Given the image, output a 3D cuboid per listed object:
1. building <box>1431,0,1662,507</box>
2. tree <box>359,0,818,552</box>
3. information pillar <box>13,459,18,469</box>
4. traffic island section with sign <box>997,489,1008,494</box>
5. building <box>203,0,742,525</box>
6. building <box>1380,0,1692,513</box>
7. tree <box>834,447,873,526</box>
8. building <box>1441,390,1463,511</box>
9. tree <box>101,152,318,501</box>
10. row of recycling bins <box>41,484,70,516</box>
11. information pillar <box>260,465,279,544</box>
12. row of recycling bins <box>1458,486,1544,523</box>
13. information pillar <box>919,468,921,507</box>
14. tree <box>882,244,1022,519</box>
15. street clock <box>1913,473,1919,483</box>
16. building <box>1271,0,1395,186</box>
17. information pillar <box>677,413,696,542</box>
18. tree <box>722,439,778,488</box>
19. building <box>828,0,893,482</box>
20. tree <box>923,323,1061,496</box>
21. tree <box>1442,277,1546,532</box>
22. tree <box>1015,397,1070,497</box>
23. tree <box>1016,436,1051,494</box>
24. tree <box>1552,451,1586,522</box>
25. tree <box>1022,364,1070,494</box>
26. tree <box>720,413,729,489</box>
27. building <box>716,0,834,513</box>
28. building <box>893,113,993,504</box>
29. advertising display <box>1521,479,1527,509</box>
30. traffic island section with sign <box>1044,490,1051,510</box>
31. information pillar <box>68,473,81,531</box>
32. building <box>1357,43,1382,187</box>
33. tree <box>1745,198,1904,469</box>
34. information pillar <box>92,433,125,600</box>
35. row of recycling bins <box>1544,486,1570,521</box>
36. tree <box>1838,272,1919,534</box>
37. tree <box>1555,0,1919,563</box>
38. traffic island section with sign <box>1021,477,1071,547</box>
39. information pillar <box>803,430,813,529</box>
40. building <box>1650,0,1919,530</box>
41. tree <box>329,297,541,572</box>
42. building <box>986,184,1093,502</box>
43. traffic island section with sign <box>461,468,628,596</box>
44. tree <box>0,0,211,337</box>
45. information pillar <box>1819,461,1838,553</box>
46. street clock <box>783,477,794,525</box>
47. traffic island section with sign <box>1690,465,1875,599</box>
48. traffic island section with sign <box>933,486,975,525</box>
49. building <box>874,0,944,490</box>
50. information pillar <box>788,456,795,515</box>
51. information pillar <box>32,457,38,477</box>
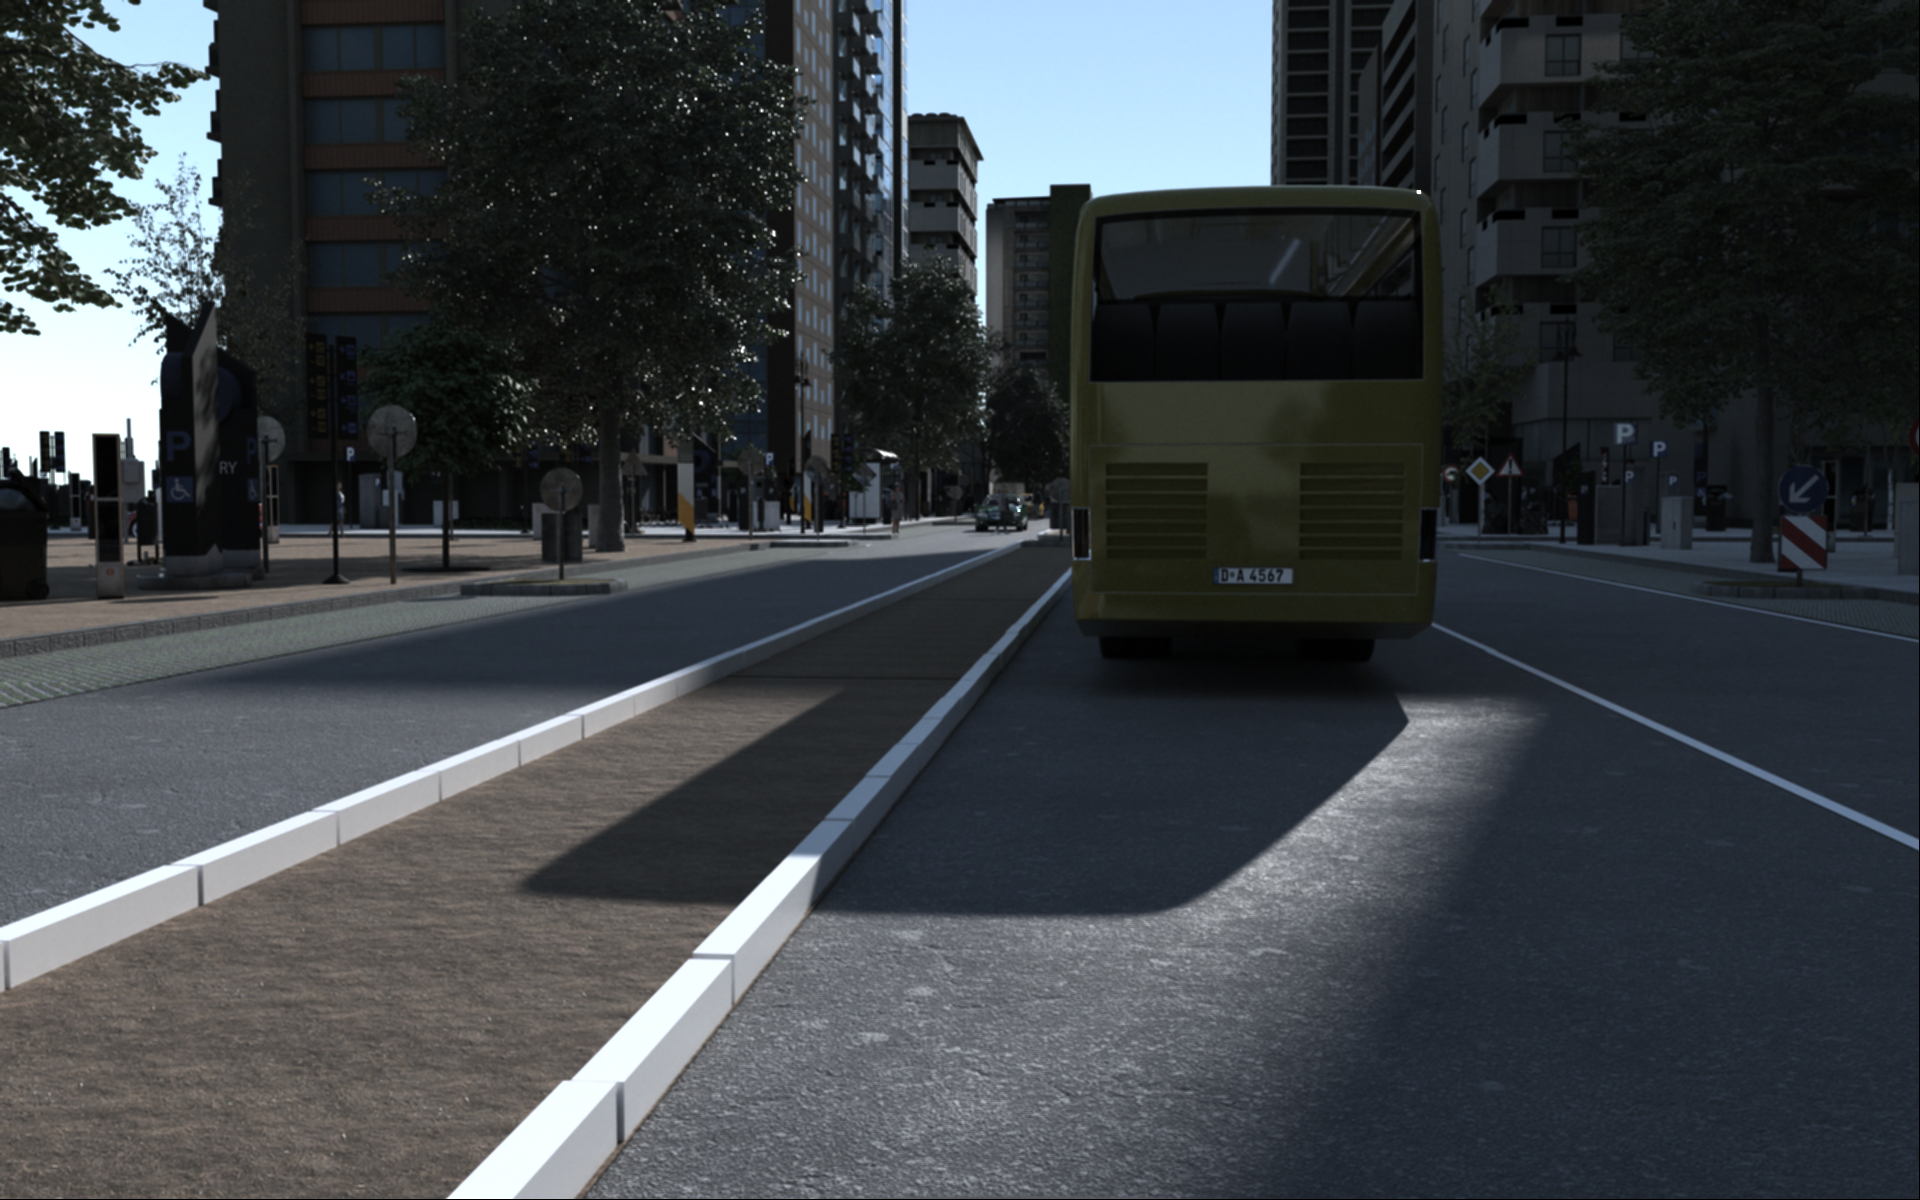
[{"bbox_3d":[45.264,-31.727,107.974,28.713,52.752,27.495,0,4,6],"label":"building"},{"bbox_3d":[-7.915,-8.050,38.267,9.857,13.997,8.962,0,3,0],"label":"tree"},{"bbox_3d":[-63.847,-7.688,117.057,0.183,3.616,0.504,1,4,14],"label":"information pillar"},{"bbox_3d":[2.679,-6.021,107.070,1.989,1.847,2.006,0,4,6],"label":"traffic island section with sign"},{"bbox_3d":[-23.278,-26.281,84.316,22.147,44.769,28.867,0,4,6],"label":"building"},{"bbox_3d":[48.860,-32.255,151.067,21.300,48.544,21.600,0,4,6],"label":"building"},{"bbox_3d":[-4.055,-4.559,69.134,1.663,3.219,1.824,0,3,0],"label":"tree"},{"bbox_3d":[43.517,-22.143,133.743,14.160,30.474,14.107,0,4,6],"label":"building"},{"bbox_3d":[-16.646,-5.388,38.450,4.360,8.622,3.978,0,3,0],"label":"tree"},{"bbox_3d":[-38.635,-4.001,72.530,3.534,1.692,1.069,0,4,7],"label":"row of recycling bins"},{"bbox_3d":[-17.786,-2.455,44.638,0.304,2.012,0.304,1,4,15],"label":"information pillar"},{"bbox_3d":[23.818,-4.264,76.829,3.534,1.692,1.069,3,5,40],"label":"row of recycling bins"},{"bbox_3d":[-2.420,-6.453,96.862,0.504,3.616,0.183,2,4,35],"label":"information pillar"},{"bbox_3d":[-2.389,-11.227,90.223,9.857,13.997,8.962,0,3,0],"label":"tree"},{"bbox_3d":[32.103,-3.258,57.832,0.471,2.002,0.358,3,5,43],"label":"street clock"},{"bbox_3d":[52.209,-48.425,230.001,20.611,71.187,20.563,0,4,6],"label":"building"},{"bbox_3d":[-7.354,-3.373,46.500,0.183,3.616,0.504,3,5,45],"label":"information pillar"},{"bbox_3d":[-12.601,-7.301,103.081,4.285,4.588,4.351,0,3,0],"label":"tree"},{"bbox_3d":[-18.677,-32.271,147.237,23.786,49.044,30.456,0,4,6],"label":"building"},{"bbox_3d":[1.974,-13.002,122.953,12.009,13.543,11.850,0,3,0],"label":"tree"},{"bbox_3d":[17.525,-6.626,58.693,4.737,8.622,4.395,0,3,0],"label":"tree"},{"bbox_3d":[9.667,-17.179,199.006,7.486,12.596,7.792,0,3,0],"label":"tree"},{"bbox_3d":[7.254,-13.906,177.726,4.360,8.622,3.978,0,3,0],"label":"tree"},{"bbox_3d":[27.991,-5.136,78.569,1.663,3.219,1.824,0,3,0],"label":"tree"},{"bbox_3d":[6.436,-15.976,167.864,9.857,13.997,8.962,0,3,0],"label":"tree"},{"bbox_3d":[-16.062,-9.650,108.147,4.737,8.622,4.395,0,3,0],"label":"tree"},{"bbox_3d":[-16.906,-28.761,120.359,14.600,45.320,14.200,0,4,6],"label":"building"},{"bbox_3d":[-9.503,-39.814,240.202,27.495,52.752,28.713,0,4,6],"label":"building"},{"bbox_3d":[24.120,-4.222,74.241,0.123,1.923,0.974,-1,4,-22],"label":"advertising display"},{"bbox_3d":[7.986,-9.098,157.374,1.989,1.847,2.006,0,4,6],"label":"traffic island section with sign"},{"bbox_3d":[-30.873,-3.420,60.417,0.304,2.012,0.304,-3,4,-38],"label":"information pillar"},{"bbox_3d":[46.612,-31.759,169.366,14.600,45.320,14.200,0,4,6],"label":"building"},{"bbox_3d":[21.288,-5.683,43.271,4.360,8.622,3.978,0,3,0],"label":"tree"},{"bbox_3d":[-10.410,-1.021,21.178,0.304,2.012,0.304,-2,4,-25],"label":"information pillar"},{"bbox_3d":[29.047,-4.751,84.793,3.534,1.692,1.069,-3,5,-43],"label":"row of recycling bins"},{"bbox_3d":[29.970,-6.421,55.350,4.737,8.622,4.395,0,3,0],"label":"tree"},{"bbox_3d":[14.714,-6.988,32.373,7.486,12.596,7.792,0,3,0],"label":"tree"},{"bbox_3d":[2.721,-2.385,47.138,2.006,1.907,1.989,0,4,6],"label":"traffic island section with sign"},{"bbox_3d":[-5.570,-4.381,62.985,0.183,3.616,0.504,2,4,28],"label":"information pillar"},{"bbox_3d":[40.533,-27.289,69.871,21.600,48.544,21.300,0,4,6],"label":"building"},{"bbox_3d":[-8.729,-2.768,28.979,4.285,4.588,4.351,0,3,0],"label":"tree"},{"bbox_3d":[10.662,-33.502,231.344,14.086,41.232,14.154,0,4,6],"label":"building"},{"bbox_3d":[-5.946,-1.014,25.204,1.989,1.847,2.006,0,4,6],"label":"traffic island section with sign"},{"bbox_3d":[-9.952,-5.875,14.179,7.486,12.596,7.792,0,3,0],"label":"tree"},{"bbox_3d":[19.090,-2.055,38.090,0.304,2.012,0.304,1,4,17],"label":"information pillar"},{"bbox_3d":[-7.155,-4.141,72.268,0.471,2.002,0.358,0,4,-4],"label":"street clock"},{"bbox_3d":[11.479,-0.966,24.418,1.989,1.847,2.006,0,4,6],"label":"traffic island section with sign"},{"bbox_3d":[-0.175,-4.364,79.976,1.989,1.847,2.006,0,4,6],"label":"traffic island section with sign"},{"bbox_3d":[-17.960,-53.374,185.338,31.000,86.520,22.319,0,4,6],"label":"building"},{"bbox_3d":[-10.437,-7.082,107.139,0.183,3.616,0.504,3,4,38],"label":"information pillar"},{"bbox_3d":[-58.539,-7.237,109.678,0.183,3.616,0.504,0,4,1],"label":"information pillar"}]
